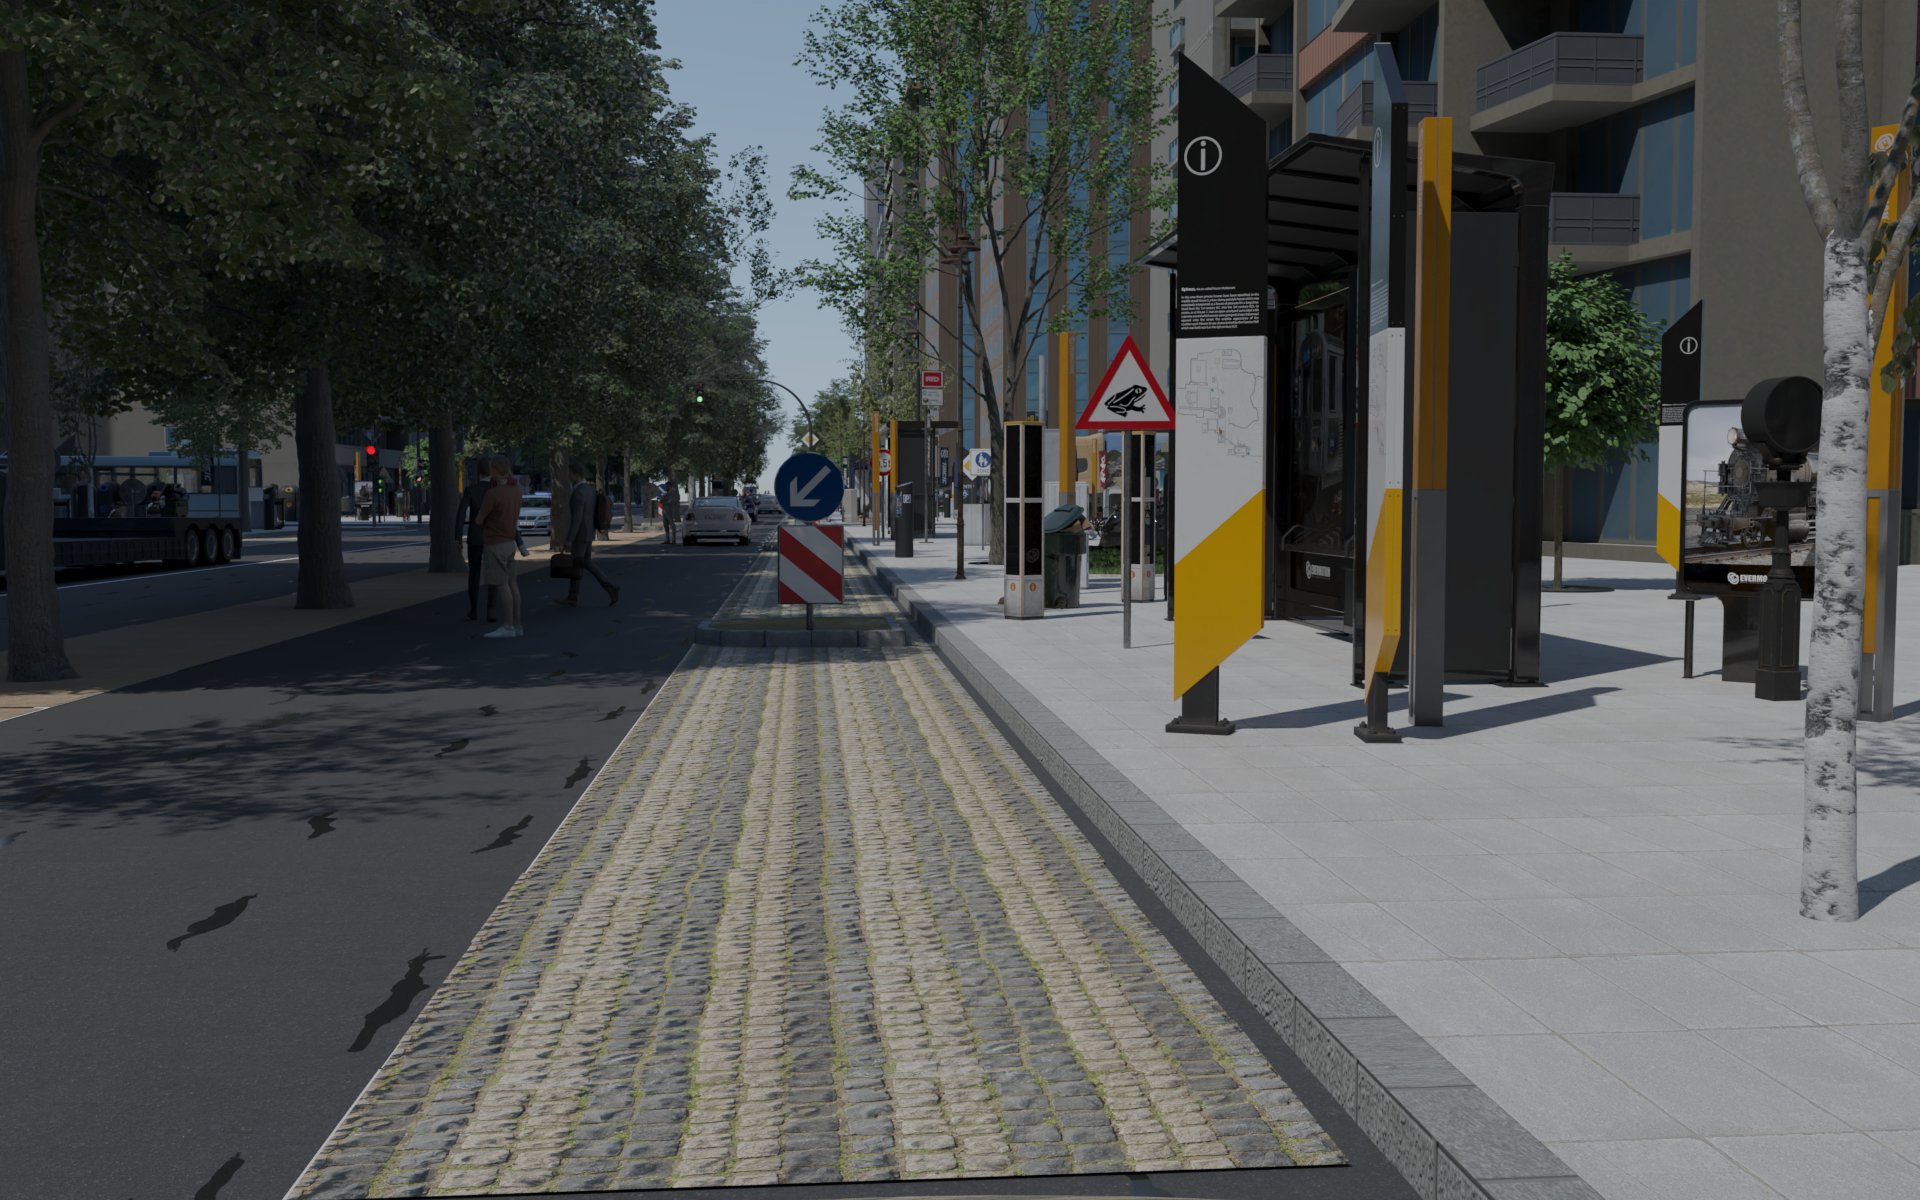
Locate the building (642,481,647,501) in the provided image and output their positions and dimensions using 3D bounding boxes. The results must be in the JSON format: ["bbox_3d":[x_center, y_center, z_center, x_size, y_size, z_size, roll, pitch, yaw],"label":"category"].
[{"bbox_3d":[-61.154,-37.497,296.677,14.154,41.232,14.086,0,4,-5],"label":"building"}]

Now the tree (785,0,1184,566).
[{"bbox_3d":[0.733,-6.453,31.260,9.928,11.665,9.643,0,3,0],"label":"tree"}]

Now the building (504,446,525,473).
[{"bbox_3d":[-47.652,-28.876,155.716,14.154,41.232,14.086,0,4,-5],"label":"building"}]

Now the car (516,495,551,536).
[{"bbox_3d":[-14.810,-2.953,60.291,2.014,1.417,4.499,0,4,-7],"label":"car"}]

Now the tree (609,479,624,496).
[{"bbox_3d":[-35.926,-11.476,182.230,1.663,3.219,1.824,0,3,0],"label":"tree"}]

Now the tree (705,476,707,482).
[{"bbox_3d":[-45.667,-22.995,294.090,7.486,12.596,7.792,0,3,0],"label":"tree"}]

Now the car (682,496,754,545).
[{"bbox_3d":[-6.973,-2.291,49.819,2.083,1.381,4.827,0,4,-6],"label":"car"}]

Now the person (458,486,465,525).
[{"bbox_3d":[-22.962,-4.314,79.137,0.767,1.812,0.694,3,5,42],"label":"person"}]

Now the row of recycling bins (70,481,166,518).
[{"bbox_3d":[-27.077,-2.987,55.948,3.534,1.692,1.069,1,4,11],"label":"row of recycling bins"}]

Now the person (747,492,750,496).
[{"bbox_3d":[-31.393,-15.105,256.168,1.217,1.736,0.721,-3,5,-44],"label":"person"}]

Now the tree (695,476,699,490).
[{"bbox_3d":[-46.266,-21.578,303.162,4.737,8.622,4.395,0,3,0],"label":"tree"}]

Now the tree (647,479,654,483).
[{"bbox_3d":[-38.164,-13.329,212.522,1.663,3.219,1.824,0,3,0],"label":"tree"}]

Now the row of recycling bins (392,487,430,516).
[{"bbox_3d":[-33.217,-5.988,105.019,1.069,1.692,3.534,1,4,12],"label":"row of recycling bins"}]

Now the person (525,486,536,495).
[{"bbox_3d":[-19.419,-4.277,78.673,0.600,1.795,0.529,3,4,38],"label":"person"}]

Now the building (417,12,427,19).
[{"bbox_3d":[-44.403,-27.583,134.581,14.154,41.232,14.086,0,4,-5],"label":"building"}]

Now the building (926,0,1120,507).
[{"bbox_3d":[4.548,-30.255,144.783,14.600,45.320,14.200,0,4,-5],"label":"building"}]

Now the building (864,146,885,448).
[{"bbox_3d":[-5.865,-46.163,296.767,21.231,58.520,28.212,0,4,-5],"label":"building"}]

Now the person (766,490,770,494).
[{"bbox_3d":[-19.388,-10.189,175.181,1.348,1.812,0.705,0,4,4],"label":"person"}]

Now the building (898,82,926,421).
[{"bbox_3d":[4.767,-32.376,183.975,22.147,44.769,28.867,0,4,-5],"label":"building"}]

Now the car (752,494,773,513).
[{"bbox_3d":[-15.130,-7.300,131.156,2.131,1.459,4.920,0,4,-4],"label":"car"}]

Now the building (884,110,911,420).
[{"bbox_3d":[2.068,-35.792,208.906,21.300,48.544,21.600,0,4,-5],"label":"building"}]

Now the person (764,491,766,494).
[{"bbox_3d":[-22.687,-11.848,202.227,1.348,1.822,0.705,3,4,38],"label":"person"}]

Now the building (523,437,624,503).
[{"bbox_3d":[-60.681,-36.648,253.822,22.147,44.769,28.867,0,4,-5],"label":"building"}]

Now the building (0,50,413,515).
[{"bbox_3d":[-47.270,-29.509,106.179,21.300,48.544,21.600,0,4,-5],"label":"building"}]

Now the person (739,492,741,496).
[{"bbox_3d":[-38.807,-18.084,304.892,1.217,1.735,0.721,-3,5,-39],"label":"person"}]

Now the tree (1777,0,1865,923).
[{"bbox_3d":[2.857,-3.336,4.907,4.360,8.622,3.978,0,3,0],"label":"tree"}]

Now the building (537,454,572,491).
[{"bbox_3d":[-52.469,-31.493,198.512,14.154,41.232,14.086,0,4,-5],"label":"building"}]

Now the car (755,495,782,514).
[{"bbox_3d":[-13.794,-6.901,125.185,2.083,1.381,4.827,0,4,-5],"label":"car"}]

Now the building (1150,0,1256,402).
[{"bbox_3d":[21.854,-28.892,96.080,21.600,48.544,21.300,0,4,-5],"label":"building"}]

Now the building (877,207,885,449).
[{"bbox_3d":[-1.352,-39.656,267.984,23.786,49.044,30.456,0,4,-5],"label":"building"}]

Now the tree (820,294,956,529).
[{"bbox_3d":[-2.593,-6.936,63.758,4.737,8.622,4.395,0,3,0],"label":"tree"}]

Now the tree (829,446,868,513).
[{"bbox_3d":[-7.612,-8.322,119.777,4.285,4.588,4.351,0,3,0],"label":"tree"}]

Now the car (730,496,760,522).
[{"bbox_3d":[-11.412,-4.738,90.039,1.945,1.354,3.894,0,4,-5],"label":"car"}]

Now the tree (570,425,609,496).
[{"bbox_3d":[-33.670,-15.188,165.338,9.611,12.733,9.660,0,3,0],"label":"tree"}]

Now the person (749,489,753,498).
[{"bbox_3d":[-15.228,-7.174,125.801,0.388,1.821,0.555,-1,4,-20],"label":"person"}]

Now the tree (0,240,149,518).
[{"bbox_3d":[-24.646,-5.995,48.377,4.360,8.622,3.978,0,3,0],"label":"tree"}]

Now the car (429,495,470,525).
[{"bbox_3d":[-23.954,-4.282,82.367,2.083,1.381,4.827,0,4,-6],"label":"car"}]

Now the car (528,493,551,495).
[{"bbox_3d":[-20.138,-4.468,82.643,1.945,1.707,3.694,0,4,-4],"label":"car"}]

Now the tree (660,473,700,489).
[{"bbox_3d":[-43.710,-21.126,263.542,7.486,12.596,7.792,0,3,0],"label":"tree"}]

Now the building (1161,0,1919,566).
[{"bbox_3d":[18.718,-23.800,43.757,22.147,44.769,28.867,0,4,-5],"label":"building"}]

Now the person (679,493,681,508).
[{"bbox_3d":[-29.386,-10.446,180.768,0.415,1.643,0.593,-3,4,-37],"label":"person"}]

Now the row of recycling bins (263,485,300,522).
[{"bbox_3d":[-33.845,-4.692,83.834,3.534,1.692,1.069,1,4,10],"label":"row of recycling bins"}]

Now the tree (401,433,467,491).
[{"bbox_3d":[-26.839,-6.382,88.059,4.285,4.588,4.351,0,3,0],"label":"tree"}]

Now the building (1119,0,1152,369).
[{"bbox_3d":[8.960,-28.505,116.171,14.600,45.320,14.200,0,4,-5],"label":"building"}]

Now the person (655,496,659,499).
[{"bbox_3d":[-31.521,-10.513,181.093,0.721,1.736,1.217,-3,5,-41],"label":"person"}]

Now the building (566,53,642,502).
[{"bbox_3d":[-62.202,-51.349,277.810,20.563,71.187,20.611,0,4,-5],"label":"building"}]
